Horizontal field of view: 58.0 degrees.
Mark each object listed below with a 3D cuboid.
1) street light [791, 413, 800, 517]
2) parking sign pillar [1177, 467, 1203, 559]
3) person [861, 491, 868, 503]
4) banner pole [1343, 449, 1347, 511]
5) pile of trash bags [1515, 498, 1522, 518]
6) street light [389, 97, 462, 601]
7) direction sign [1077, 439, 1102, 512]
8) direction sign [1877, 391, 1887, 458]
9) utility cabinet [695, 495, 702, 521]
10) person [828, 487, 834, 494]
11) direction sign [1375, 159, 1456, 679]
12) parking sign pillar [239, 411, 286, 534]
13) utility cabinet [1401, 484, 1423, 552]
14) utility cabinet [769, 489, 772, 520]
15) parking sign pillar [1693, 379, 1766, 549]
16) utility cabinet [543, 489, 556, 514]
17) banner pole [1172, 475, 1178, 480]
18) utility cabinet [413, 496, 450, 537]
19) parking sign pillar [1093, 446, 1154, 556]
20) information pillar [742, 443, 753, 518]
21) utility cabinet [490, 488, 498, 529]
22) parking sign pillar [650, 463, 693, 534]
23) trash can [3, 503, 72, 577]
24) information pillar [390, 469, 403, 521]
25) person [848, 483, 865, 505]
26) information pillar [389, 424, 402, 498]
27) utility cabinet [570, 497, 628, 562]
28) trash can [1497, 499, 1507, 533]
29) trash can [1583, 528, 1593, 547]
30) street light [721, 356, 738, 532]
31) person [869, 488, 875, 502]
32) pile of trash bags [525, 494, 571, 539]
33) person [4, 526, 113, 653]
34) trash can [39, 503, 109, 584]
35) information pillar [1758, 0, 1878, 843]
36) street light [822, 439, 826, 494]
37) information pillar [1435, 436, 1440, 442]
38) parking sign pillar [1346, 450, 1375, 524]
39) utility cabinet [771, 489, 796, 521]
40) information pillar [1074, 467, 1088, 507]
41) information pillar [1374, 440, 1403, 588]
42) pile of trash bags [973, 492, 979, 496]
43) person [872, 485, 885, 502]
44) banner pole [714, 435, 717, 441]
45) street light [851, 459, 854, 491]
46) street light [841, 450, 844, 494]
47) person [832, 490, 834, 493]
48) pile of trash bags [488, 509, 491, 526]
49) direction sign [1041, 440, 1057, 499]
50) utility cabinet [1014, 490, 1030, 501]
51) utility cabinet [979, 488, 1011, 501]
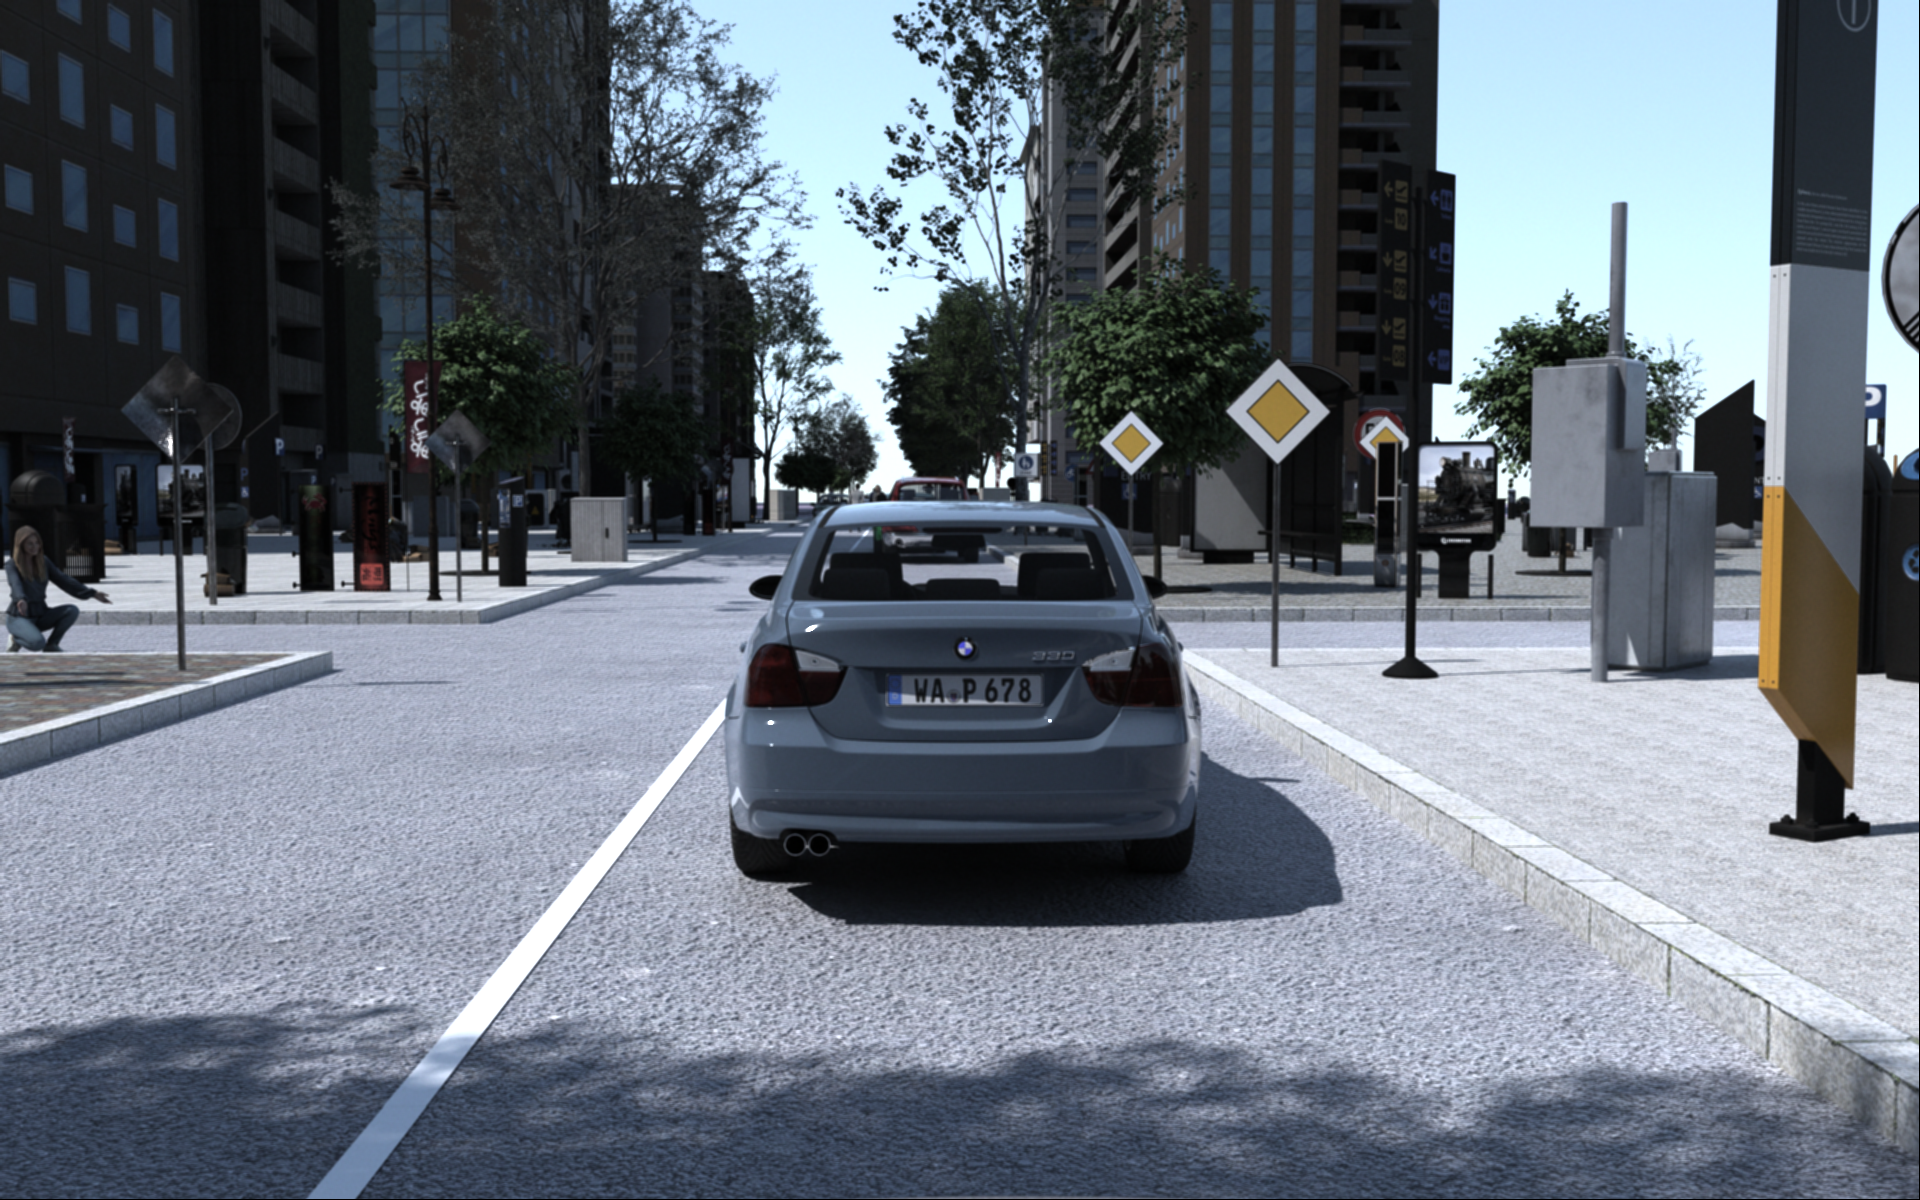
[{"bbox_3d":[-9.181,-7.608,97.177,0.468,5.910,1.993,0,4,-2],"label":"street light"},{"bbox_3d":[5.071,-2.815,34.504,1.447,3.967,1.447,0,4,3],"label":"parking sign pillar"},{"bbox_3d":[-8.798,-9.084,157.738,0.721,1.743,1.217,3,4,37],"label":"person"},{"bbox_3d":[21.162,-6.453,95.527,0.401,3.779,0.863,3,5,43],"label":"banner pole"},{"bbox_3d":[31.835,-5.247,95.548,3.447,1.369,1.912,-3,5,-44],"label":"pile of trash bags"},{"bbox_3d":[-6.348,-2.933,20.745,0.468,5.910,1.993,0,4,-2],"label":"street light"},{"bbox_3d":[2.517,-2.388,31.038,0.876,3.537,0.379,1,4,18],"label":"direction sign"},{"bbox_3d":[19.970,-2.789,37.604,0.379,3.537,0.876,1,4,19],"label":"direction sign"},{"bbox_3d":[-13.150,-4.696,87.935,0.306,1.237,1.020,1,4,17],"label":"utility cabinet"},{"bbox_3d":[-6.634,-4.933,89.378,0.641,1.798,0.478,-1,4,-20],"label":"person"},{"bbox_3d":[3.169,-1.229,12.093,0.876,3.537,0.379,-3,5,-41],"label":"direction sign"},{"bbox_3d":[-22.638,-4.133,56.041,1.447,3.967,1.447,2,4,26],"label":"parking sign pillar"},{"bbox_3d":[9.756,-1.804,38.180,1.173,1.500,0.318,-1,4,-16],"label":"utility cabinet"},{"bbox_3d":[-10.149,-5.213,93.918,0.318,1.500,1.173,0,4,5],"label":"utility cabinet"},{"bbox_3d":[18.224,-3.231,41.295,1.447,3.967,1.447,3,4,39],"label":"parking sign pillar"},{"bbox_3d":[-19.097,-4.370,80.127,0.318,1.500,1.173,-3,4,-39],"label":"utility cabinet"},{"bbox_3d":[10.424,-5.721,83.557,0.401,3.779,0.863,-3,5,-41],"label":"banner pole"},{"bbox_3d":[-15.839,-2.492,51.904,1.020,1.237,0.306,0,4,6],"label":"utility cabinet"},{"bbox_3d":[3.495,-2.940,36.543,1.447,3.967,1.447,-1,4,-17],"label":"parking sign pillar"},{"bbox_3d":[-9.802,-5.429,80.118,0.504,3.616,0.183,0,4,1],"label":"information pillar"},{"bbox_3d":[-16.722,-3.334,63.197,0.318,1.500,1.173,-3,5,-44],"label":"utility cabinet"},{"bbox_3d":[-9.436,-4.173,56.703,1.447,3.967,1.447,-2,4,-27],"label":"parking sign pillar"},{"bbox_3d":[-14.081,-0.895,26.285,0.748,1.137,0.748,0,3,0],"label":"trash can"},{"bbox_3d":[-16.315,-2.793,50.161,0.304,2.012,0.304,-1,4,-23],"label":"information pillar"},{"bbox_3d":[-3.905,-3.476,65.185,0.661,1.843,0.795,1,4,13],"label":"person"},{"bbox_3d":[-18.890,-4.070,57.897,0.504,3.616,0.183,3,4,39],"label":"information pillar"},{"bbox_3d":[-6.831,-1.322,32.777,1.020,1.237,0.306,0,4,6],"label":"utility cabinet"},{"bbox_3d":[16.834,-2.620,54.488,0.748,1.137,0.748,0,3,0],"label":"trash can"},{"bbox_3d":[15.438,-1.854,41.962,0.748,1.137,0.748,0,3,0],"label":"trash can"},{"bbox_3d":[-7.729,-5.219,58.118,0.468,5.910,1.993,0,4,-2],"label":"street light"},{"bbox_3d":[-5.899,-6.805,119.623,0.709,1.838,0.599,1,4,13],"label":"person"},{"bbox_3d":[-11.393,-2.461,49.993,3.447,1.369,1.912,0,4,2],"label":"pile of trash bags"},{"bbox_3d":[-8.063,-0.083,15.364,0.738,1.151,1.012,2,4,31],"label":"person"},{"bbox_3d":[-12.667,-0.814,24.962,0.748,1.137,0.748,0,3,0],"label":"trash can"},{"bbox_3d":[3.172,-0.919,6.383,0.504,3.616,0.183,-2,4,-30],"label":"information pillar"},{"bbox_3d":[-10.562,-9.892,134.524,0.468,5.910,1.993,0,4,-2],"label":"street light"},{"bbox_3d":[19.289,-4.803,69.889,0.183,3.616,0.504,-1,4,-12],"label":"information pillar"},{"bbox_3d":[17.199,-5.220,73.819,1.447,3.967,1.447,1,4,8],"label":"parking sign pillar"},{"bbox_3d":[-8.818,-4.817,87.439,1.173,1.500,0.318,-3,5,-42],"label":"utility cabinet"},{"bbox_3d":[3.284,-2.602,47.043,0.304,2.012,0.304,-1,4,-15],"label":"information pillar"},{"bbox_3d":[5.910,-1.186,23.888,0.304,2.012,0.304,2,4,27],"label":"information pillar"},{"bbox_3d":[1.097,-4.849,89.031,1.912,1.369,3.447,1,4,10],"label":"pile of trash bags"},{"bbox_3d":[-3.143,-3.588,67.351,0.537,1.800,0.526,0,4,1],"label":"person"},{"bbox_3d":[-10.206,-5.128,73.859,0.863,3.779,0.401,1,4,17],"label":"banner pole"},{"bbox_3d":[-13.517,-14.974,217.617,0.468,5.910,1.993,0,4,-2],"label":"street light"},{"bbox_3d":[-12.200,-12.690,180.267,0.468,5.910,1.993,0,4,-2],"label":"street light"},{"bbox_3d":[-7.507,-5.680,102.298,0.756,1.711,0.436,3,4,37],"label":"person"},{"bbox_3d":[-17.309,-3.542,67.670,1.912,1.369,3.447,-2,4,-26],"label":"pile of trash bags"},{"bbox_3d":[3.764,-4.985,73.497,0.876,3.537,0.379,3,5,43],"label":"direction sign"},{"bbox_3d":[3.349,-5.210,93.861,0.318,1.500,1.173,2,4,31],"label":"utility cabinet"},{"bbox_3d":[1.214,-3.200,60.993,1.173,1.500,0.318,-2,4,-32],"label":"utility cabinet"}]
